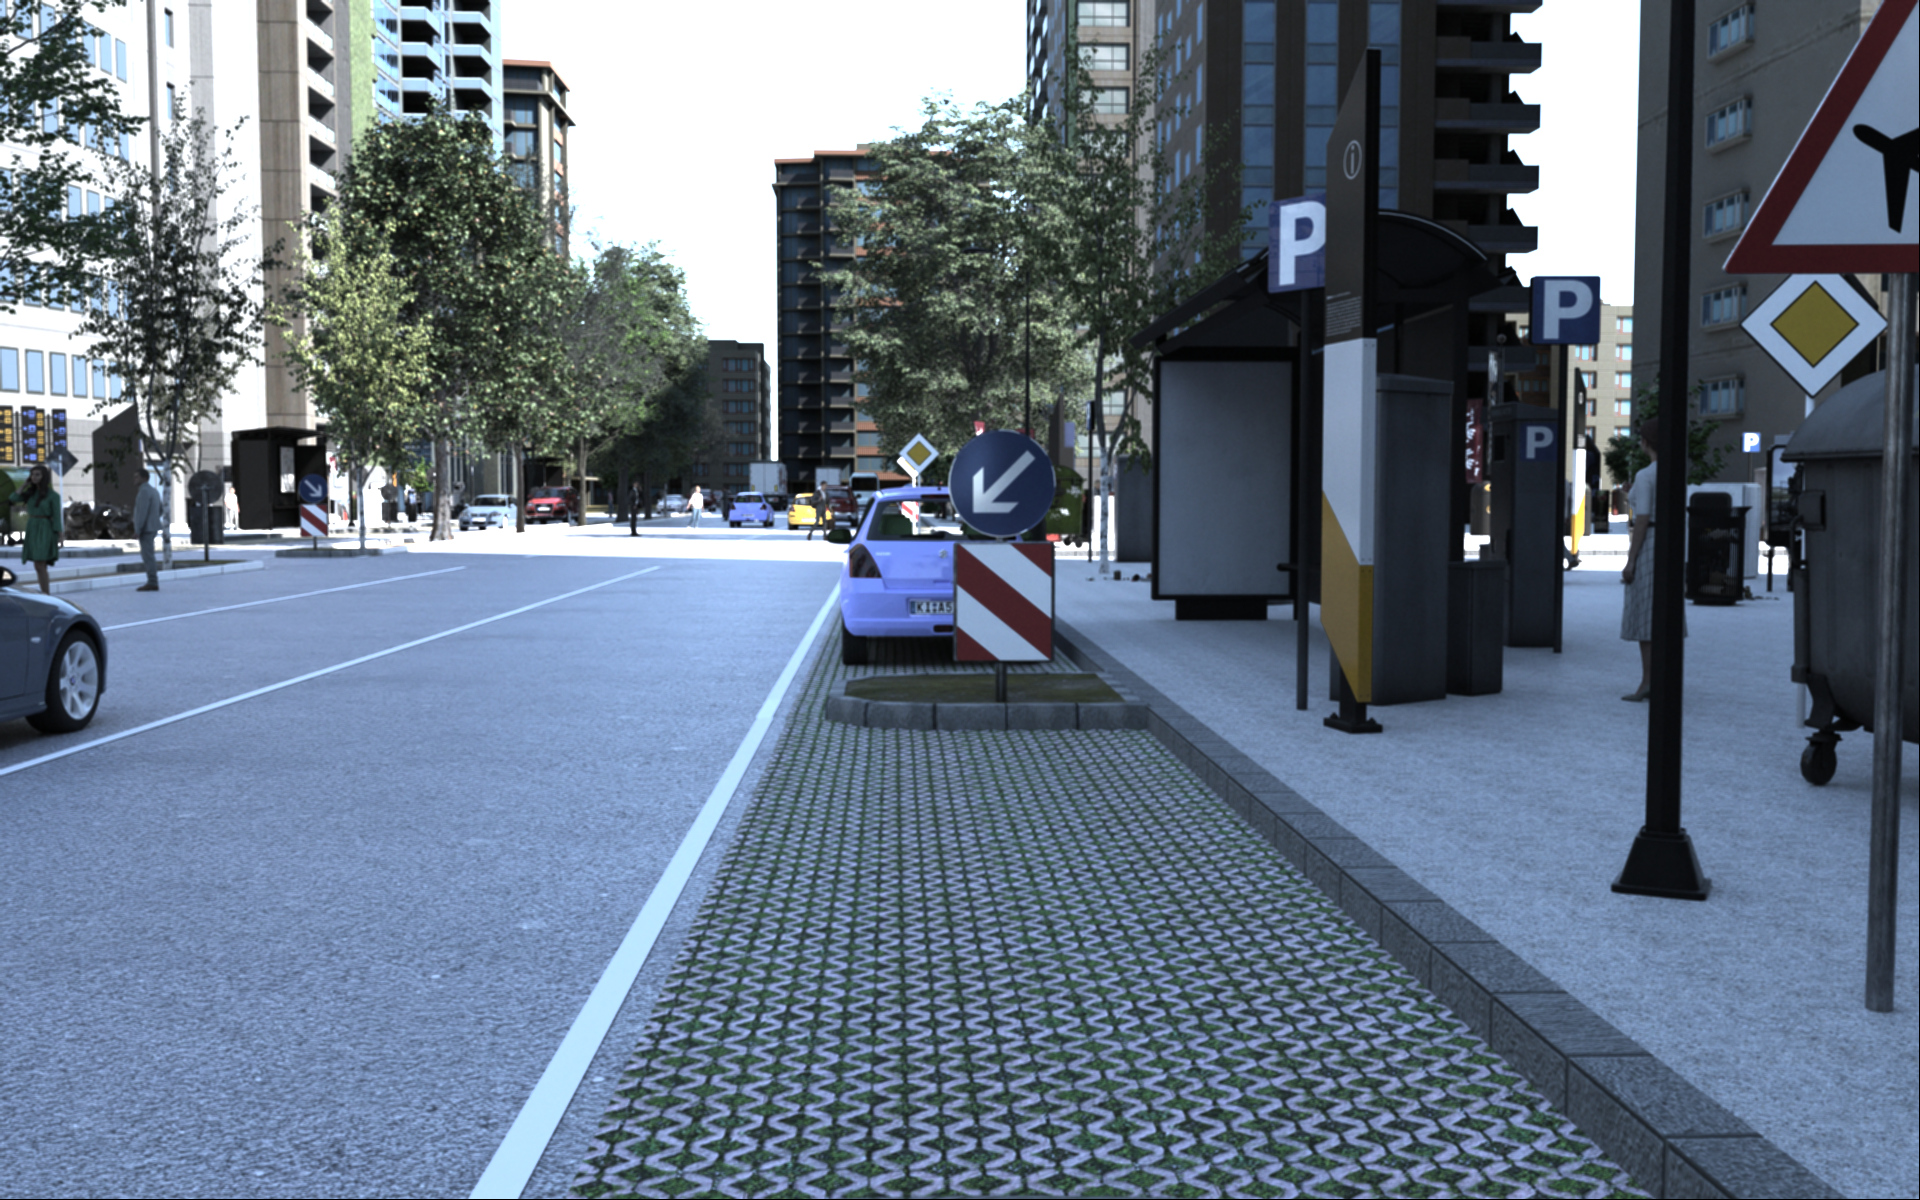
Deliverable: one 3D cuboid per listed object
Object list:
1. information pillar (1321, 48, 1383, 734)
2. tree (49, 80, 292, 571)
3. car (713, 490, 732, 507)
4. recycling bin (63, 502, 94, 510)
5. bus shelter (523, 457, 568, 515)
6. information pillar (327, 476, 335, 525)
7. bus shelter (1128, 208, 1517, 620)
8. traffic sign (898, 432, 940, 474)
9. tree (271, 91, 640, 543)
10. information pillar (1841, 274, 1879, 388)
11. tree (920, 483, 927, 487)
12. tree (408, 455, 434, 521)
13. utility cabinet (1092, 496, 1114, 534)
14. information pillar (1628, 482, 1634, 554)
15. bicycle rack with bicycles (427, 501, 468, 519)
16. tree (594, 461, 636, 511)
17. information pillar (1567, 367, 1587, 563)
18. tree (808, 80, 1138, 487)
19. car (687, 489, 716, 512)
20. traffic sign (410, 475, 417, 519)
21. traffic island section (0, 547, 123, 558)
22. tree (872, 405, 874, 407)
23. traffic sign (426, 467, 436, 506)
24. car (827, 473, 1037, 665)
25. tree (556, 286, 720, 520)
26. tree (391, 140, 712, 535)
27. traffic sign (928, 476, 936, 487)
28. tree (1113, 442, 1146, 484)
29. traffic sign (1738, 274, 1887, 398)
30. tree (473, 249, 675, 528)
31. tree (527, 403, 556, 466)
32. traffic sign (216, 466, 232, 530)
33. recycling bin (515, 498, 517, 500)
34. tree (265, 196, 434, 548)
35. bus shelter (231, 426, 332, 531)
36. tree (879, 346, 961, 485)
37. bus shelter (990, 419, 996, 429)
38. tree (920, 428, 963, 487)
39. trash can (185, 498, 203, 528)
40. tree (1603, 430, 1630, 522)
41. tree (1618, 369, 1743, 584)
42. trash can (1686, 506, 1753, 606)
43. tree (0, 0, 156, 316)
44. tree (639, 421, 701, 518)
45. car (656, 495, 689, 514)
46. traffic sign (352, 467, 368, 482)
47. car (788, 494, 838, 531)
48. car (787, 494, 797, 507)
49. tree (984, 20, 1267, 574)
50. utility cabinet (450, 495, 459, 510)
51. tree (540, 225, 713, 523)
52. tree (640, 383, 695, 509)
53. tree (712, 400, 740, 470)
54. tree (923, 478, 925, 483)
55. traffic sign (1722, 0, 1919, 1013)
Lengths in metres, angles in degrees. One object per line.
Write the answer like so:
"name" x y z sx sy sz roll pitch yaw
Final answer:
"information pillar" 2.122 -1.105 9.415 0.183 3.616 0.504 -1 4 -13
"tree" -14.166 -4.775 30.892 4.360 8.622 3.978 0 3 0
"car" -23.074 -9.704 167.338 2.281 1.827 5.304 0 4 -2
"recycling bin" -29.194 -2.741 57.368 0.722 1.027 0.722 0 4 4
"bus shelter" -26.597 -7.342 111.330 1.731 3.624 6.357 0 4 -2
"information pillar" -25.934 -4.094 71.433 0.304 2.012 0.304 -3 5 -39
"bus shelter" 2.834 -1.293 15.068 2.014 3.302 5.546 0 4 -2
"traffic sign" -0.754 -1.870 32.757 0.795 2.593 0.064 0 4 -2
"tree" -14.791 -7.936 49.219 9.611 12.733 9.660 0 3 0
"information pillar" 9.357 -1.635 18.092 0.183 3.616 0.504 0 4 -6
"tree" -2.901 -10.110 159.897 1.663 3.219 1.824 0 3 0
"tree" -25.779 -5.397 82.840 1.663 3.219 1.824 0 3 0
"utility cabinet" 4.821 -2.751 56.137 1.020 1.237 0.306 -1 4 -9
"information pillar" 11.628 -1.534 29.574 0.304 2.012 0.304 0 4 -1
"bicycle rack with bicycles" -26.464 -4.734 90.781 2.925 0.926 2.852 -1 4 -9
"tree" -26.871 -9.220 134.464 4.285 4.588 4.351 0 3 0
"information pillar" 11.527 -2.503 32.274 0.183 3.616 0.504 3 4 37
"tree" 0.542 -8.940 52.832 9.857 13.997 8.962 0 3 0
"car" -20.953 -8.063 140.510 2.281 1.827 5.304 0 4 -3
"traffic sign" -27.596 -5.248 87.933 0.606 2.300 0.079 0 4 -2
"traffic island section" -20.770 -1.087 40.053 2.009 0.180 2.903 0 4 -2
"tree" -3.614 -20.662 193.718 12.611 20.169 13.585 0 3 0
"traffic sign" -24.600 -4.951 81.062 0.768 2.556 0.104 0 4 -2
"car" -0.249 -0.381 15.814 1.945 1.707 3.694 0 4 -4
"tree" -16.743 -10.503 92.314 7.486 12.596 7.792 0 3 0
"tree" -15.339 -9.006 60.071 12.009 13.543 11.850 0 3 0
"traffic sign" -1.312 -5.592 91.538 0.768 2.556 0.104 0 4 4
"tree" 6.249 -4.084 61.369 1.663 3.219 1.824 0 3 0
"traffic sign" 4.634 -0.592 9.408 0.795 2.593 0.064 0 4 4
"tree" -15.705 -8.795 72.010 9.928 11.665 9.643 0 3 0
"tree" -26.838 -12.305 119.317 7.486 12.596 7.792 0 3 0
"traffic sign" -26.380 -3.667 62.082 0.606 2.300 0.079 0 4 6
"recycling bin" -27.077 -5.715 106.000 0.722 1.027 0.722 -1 4 -11
"tree" -14.633 -5.460 42.083 4.737 8.622 4.395 0 3 0
"bus shelter" -24.549 -4.393 63.106 1.731 3.624 6.357 0 4 -2
"tree" -1.544 -13.164 132.245 9.611 12.733 9.660 0 3 0
"bus shelter" 0.924 -6.863 89.837 2.179 5.291 8.768 0 4 -2
"tree" -0.226 -5.931 80.683 4.285 4.588 4.351 0 3 0
"trash can" -27.636 -3.119 62.654 0.748 1.137 0.748 0 3 0
"tree" 31.309 -5.890 80.015 4.285 4.588 4.351 0 3 0
"tree" 9.880 -1.834 24.581 1.663 3.219 1.824 0 3 0
"trash can" 8.739 -0.512 20.026 0.748 1.137 0.748 0 3 0
"tree" -13.871 -5.706 21.509 9.928 11.665 9.643 0 3 0
"tree" -16.980 -8.981 99.655 4.360 8.622 3.978 0 3 0
"car" -20.952 -6.976 126.415 2.083 1.381 4.827 0 4 0
"traffic sign" -26.983 -4.755 77.854 0.768 2.556 0.104 0 4 0
"car" -5.930 -3.617 69.359 2.015 1.641 3.980 0 4 -1
"car" -16.889 -9.931 174.373 2.014 1.417 4.499 0 4 -1
"tree" 2.563 -4.731 27.708 4.737 8.622 4.395 0 3 0
"utility cabinet" -27.703 -5.072 94.085 0.306 1.237 1.020 3 5 43
"tree" -16.213 -10.622 82.790 9.857 13.997 8.962 0 3 0
"tree" -28.065 -14.407 152.561 9.611 12.733 9.660 0 3 0
"tree" -28.536 -16.737 184.013 12.009 13.543 11.850 0 3 0
"tree" -3.583 -15.513 179.394 9.928 11.665 9.643 0 3 0
"traffic sign" 2.288 -0.259 4.237 0.884 2.594 0.081 0 4 2
